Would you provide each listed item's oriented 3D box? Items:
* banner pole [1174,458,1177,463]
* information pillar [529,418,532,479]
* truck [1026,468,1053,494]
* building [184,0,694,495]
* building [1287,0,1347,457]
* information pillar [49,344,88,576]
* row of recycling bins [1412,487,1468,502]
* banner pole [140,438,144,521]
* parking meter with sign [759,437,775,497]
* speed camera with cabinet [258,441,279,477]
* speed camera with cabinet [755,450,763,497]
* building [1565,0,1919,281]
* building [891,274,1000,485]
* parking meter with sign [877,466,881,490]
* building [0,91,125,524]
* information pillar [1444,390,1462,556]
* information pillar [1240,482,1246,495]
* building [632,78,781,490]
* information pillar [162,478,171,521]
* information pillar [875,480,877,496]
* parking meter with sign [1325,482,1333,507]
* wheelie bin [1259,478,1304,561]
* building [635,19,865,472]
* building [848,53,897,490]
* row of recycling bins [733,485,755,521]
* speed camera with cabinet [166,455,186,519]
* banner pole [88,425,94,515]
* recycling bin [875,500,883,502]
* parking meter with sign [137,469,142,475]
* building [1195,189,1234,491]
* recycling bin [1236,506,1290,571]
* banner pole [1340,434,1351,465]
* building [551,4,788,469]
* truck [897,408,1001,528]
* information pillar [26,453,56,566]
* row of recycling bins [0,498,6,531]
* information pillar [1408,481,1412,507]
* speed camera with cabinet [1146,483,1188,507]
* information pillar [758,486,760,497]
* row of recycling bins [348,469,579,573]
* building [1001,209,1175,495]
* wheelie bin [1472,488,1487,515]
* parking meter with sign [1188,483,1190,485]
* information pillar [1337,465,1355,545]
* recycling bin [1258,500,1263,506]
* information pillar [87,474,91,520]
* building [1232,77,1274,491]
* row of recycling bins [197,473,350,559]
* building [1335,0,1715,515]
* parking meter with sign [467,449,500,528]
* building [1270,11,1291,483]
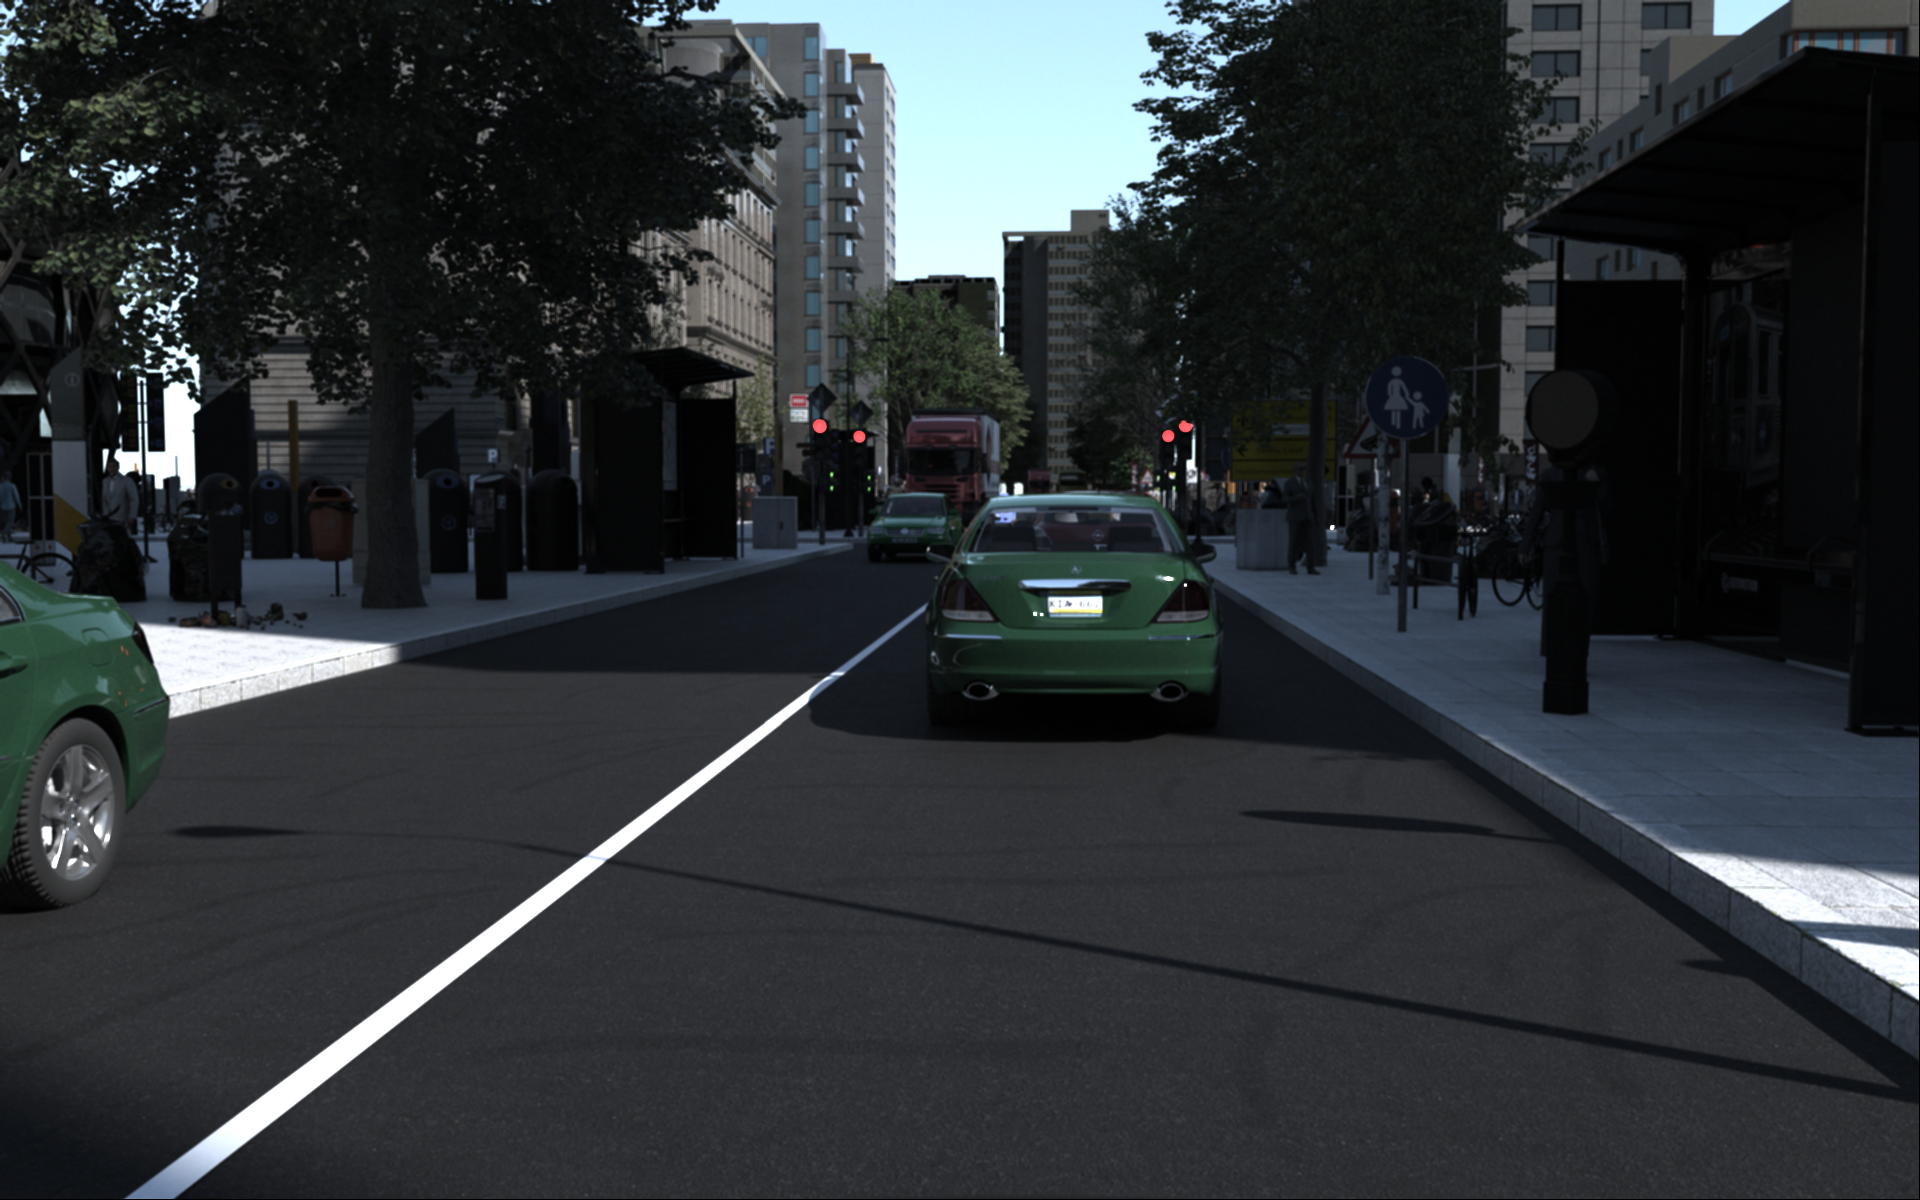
[{"bbox_3d":[14.933,-7.969,120.307,0.401,3.779,0.863,0,4,-3],"label":"banner pole"},{"bbox_3d":[-12.954,-3.770,52.999,0.504,3.616,0.183,1,4,20],"label":"information pillar"},{"bbox_3d":[8.811,-12.386,191.425,2.839,4.237,11.283,0,4,3],"label":"truck"},{"bbox_3d":[-22.006,-16.194,83.857,14.460,24.649,34.723,0,4,4],"label":"building"},{"bbox_3d":[33.648,-29.710,135.871,14.600,45.320,14.200,0,4,4],"label":"building"},{"bbox_3d":[-13.953,-2.190,27.165,0.504,3.616,0.183,-1,4,-12],"label":"information pillar"},{"bbox_3d":[26.844,-5.509,97.184,3.534,1.692,1.069,2,4,34],"label":"row of recycling bins"},{"bbox_3d":[-35.648,-5.237,75.649,0.401,3.779,0.863,-2,4,-32],"label":"banner pole"},{"bbox_3d":[-5.828,-3.436,52.443,0.543,3.016,1.738,0,4,4],"label":"parking meter with sign"},{"bbox_3d":[-26.439,-4.282,64.339,2.038,3.252,0.660,-1,4,-9],"label":"speed camera with cabinet"},{"bbox_3d":[-8.208,-5.103,77.768,2.038,3.252,0.660,2,4,29],"label":"speed camera with cabinet"},{"bbox_3d":[44.333,-13.985,73.689,28.899,21.520,27.650,0,4,4],"label":"building"},{"bbox_3d":[-1.841,-28.097,231.079,14.107,30.474,14.160,0,4,4],"label":"building"},{"bbox_3d":[-5.881,-6.916,109.345,1.738,3.016,0.543,1,4,18],"label":"parking meter with sign"},{"bbox_3d":[-47.500,-12.763,76.125,16.811,18.784,16.820,0,4,4],"label":"building"},{"bbox_3d":[10.171,-2.716,35.759,0.504,3.616,0.183,-3,5,-42],"label":"information pillar"},{"bbox_3d":[16.487,-5.897,100.913,0.304,2.012,0.304,1,4,11],"label":"information pillar"},{"bbox_3d":[-19.966,-19.389,114.271,12.463,27.353,25.104,0,4,4],"label":"building"},{"bbox_3d":[-36.905,-4.654,80.581,0.304,2.012,0.304,-2,4,-29],"label":"information pillar"},{"bbox_3d":[-4.460,-5.218,89.803,0.304,2.012,0.304,1,4,10],"label":"information pillar"},{"bbox_3d":[20.164,-6.025,94.772,0.543,3.016,1.738,3,5,42],"label":"parking meter with sign"},{"bbox_3d":[6.153,-1.548,33.213,0.693,1.594,0.980,3,5,44],"label":"wheelie bin"},{"bbox_3d":[-25.548,-34.161,178.146,30.456,49.044,23.786,0,4,4],"label":"building"},{"bbox_3d":[-22.987,-42.440,235.896,28.212,58.520,21.231,0,4,4],"label":"building"},{"bbox_3d":[-10.405,-4.558,81.635,3.534,1.692,1.069,-1,4,-17],"label":"row of recycling bins"},{"bbox_3d":[-40.156,-5.771,88.687,0.660,3.252,2.038,-1,4,-14],"label":"speed camera with cabinet"},{"bbox_3d":[-31.731,-4.477,63.217,0.401,3.779,0.863,-2,4,-32],"label":"banner pole"},{"bbox_3d":[-3.482,-3.798,74.645,0.722,1.027,0.722,1,4,9],"label":"recycling bin"},{"bbox_3d":[-58.452,-7.720,122.477,1.738,3.016,0.543,2,4,26],"label":"parking meter with sign"},{"bbox_3d":[44.475,-35.364,232.831,28.867,44.769,22.147,0,4,4],"label":"building"},{"bbox_3d":[5.165,-1.028,29.368,0.722,1.027,0.722,-1,4,-21],"label":"recycling bin"},{"bbox_3d":[15.908,-4.990,71.607,0.401,3.779,0.863,-2,4,-26],"label":"banner pole"},{"bbox_3d":[-28.058,-27.450,140.696,32.217,40.220,23.993,0,4,4],"label":"building"},{"bbox_3d":[-0.185,-4.283,58.939,2.839,4.237,11.283,0,4,5],"label":"truck"},{"bbox_3d":[-16.358,-1.612,30.845,0.304,2.012,0.304,1,4,9],"label":"information pillar"},{"bbox_3d":[-34.944,-3.288,60.864,3.534,1.692,1.069,2,4,24],"label":"row of recycling bins"},{"bbox_3d":[24.418,-5.491,94.271,0.304,2.012,0.304,2,4,34],"label":"information pillar"},{"bbox_3d":[10.475,-5.706,87.622,2.038,3.252,0.660,-1,4,-8],"label":"speed camera with cabinet"},{"bbox_3d":[-8.279,-4.159,72.490,0.304,2.012,0.304,-1,4,-10],"label":"information pillar"},{"bbox_3d":[-8.086,-1.311,28.544,3.534,1.692,1.069,-2,4,-29],"label":"row of recycling bins"},{"bbox_3d":[17.809,-33.478,239.244,23.993,40.220,32.217,0,4,4],"label":"building"},{"bbox_3d":[26.315,-4.895,87.946,0.980,1.594,0.693,2,4,35],"label":"wheelie bin"},{"bbox_3d":[14.830,-7.089,112.160,0.543,3.016,1.738,-3,5,-42],"label":"parking meter with sign"},{"bbox_3d":[9.646,-2.375,43.318,0.304,2.012,0.304,-3,5,-41],"label":"information pillar"},{"bbox_3d":[10.400,-2.826,58.755,0.722,1.027,0.722,0,4,6],"label":"recycling bin"},{"bbox_3d":[-32.565,-3.666,64.437,0.304,2.012,0.304,0,4,-5],"label":"information pillar"},{"bbox_3d":[39.784,-31.613,171.504,22.147,44.769,28.867,0,4,4],"label":"building"},{"bbox_3d":[-13.314,-1.680,34.588,3.534,1.692,1.069,-1,4,-20],"label":"row of recycling bins"},{"bbox_3d":[35.047,-41.258,112.820,20.563,71.187,20.611,0,4,4],"label":"building"},{"bbox_3d":[-18.196,-4.241,65.597,0.543,3.016,1.738,2,4,25],"label":"parking meter with sign"},{"bbox_3d":[33.968,-28.547,150.338,14.154,41.232,14.086,0,4,4],"label":"building"}]
